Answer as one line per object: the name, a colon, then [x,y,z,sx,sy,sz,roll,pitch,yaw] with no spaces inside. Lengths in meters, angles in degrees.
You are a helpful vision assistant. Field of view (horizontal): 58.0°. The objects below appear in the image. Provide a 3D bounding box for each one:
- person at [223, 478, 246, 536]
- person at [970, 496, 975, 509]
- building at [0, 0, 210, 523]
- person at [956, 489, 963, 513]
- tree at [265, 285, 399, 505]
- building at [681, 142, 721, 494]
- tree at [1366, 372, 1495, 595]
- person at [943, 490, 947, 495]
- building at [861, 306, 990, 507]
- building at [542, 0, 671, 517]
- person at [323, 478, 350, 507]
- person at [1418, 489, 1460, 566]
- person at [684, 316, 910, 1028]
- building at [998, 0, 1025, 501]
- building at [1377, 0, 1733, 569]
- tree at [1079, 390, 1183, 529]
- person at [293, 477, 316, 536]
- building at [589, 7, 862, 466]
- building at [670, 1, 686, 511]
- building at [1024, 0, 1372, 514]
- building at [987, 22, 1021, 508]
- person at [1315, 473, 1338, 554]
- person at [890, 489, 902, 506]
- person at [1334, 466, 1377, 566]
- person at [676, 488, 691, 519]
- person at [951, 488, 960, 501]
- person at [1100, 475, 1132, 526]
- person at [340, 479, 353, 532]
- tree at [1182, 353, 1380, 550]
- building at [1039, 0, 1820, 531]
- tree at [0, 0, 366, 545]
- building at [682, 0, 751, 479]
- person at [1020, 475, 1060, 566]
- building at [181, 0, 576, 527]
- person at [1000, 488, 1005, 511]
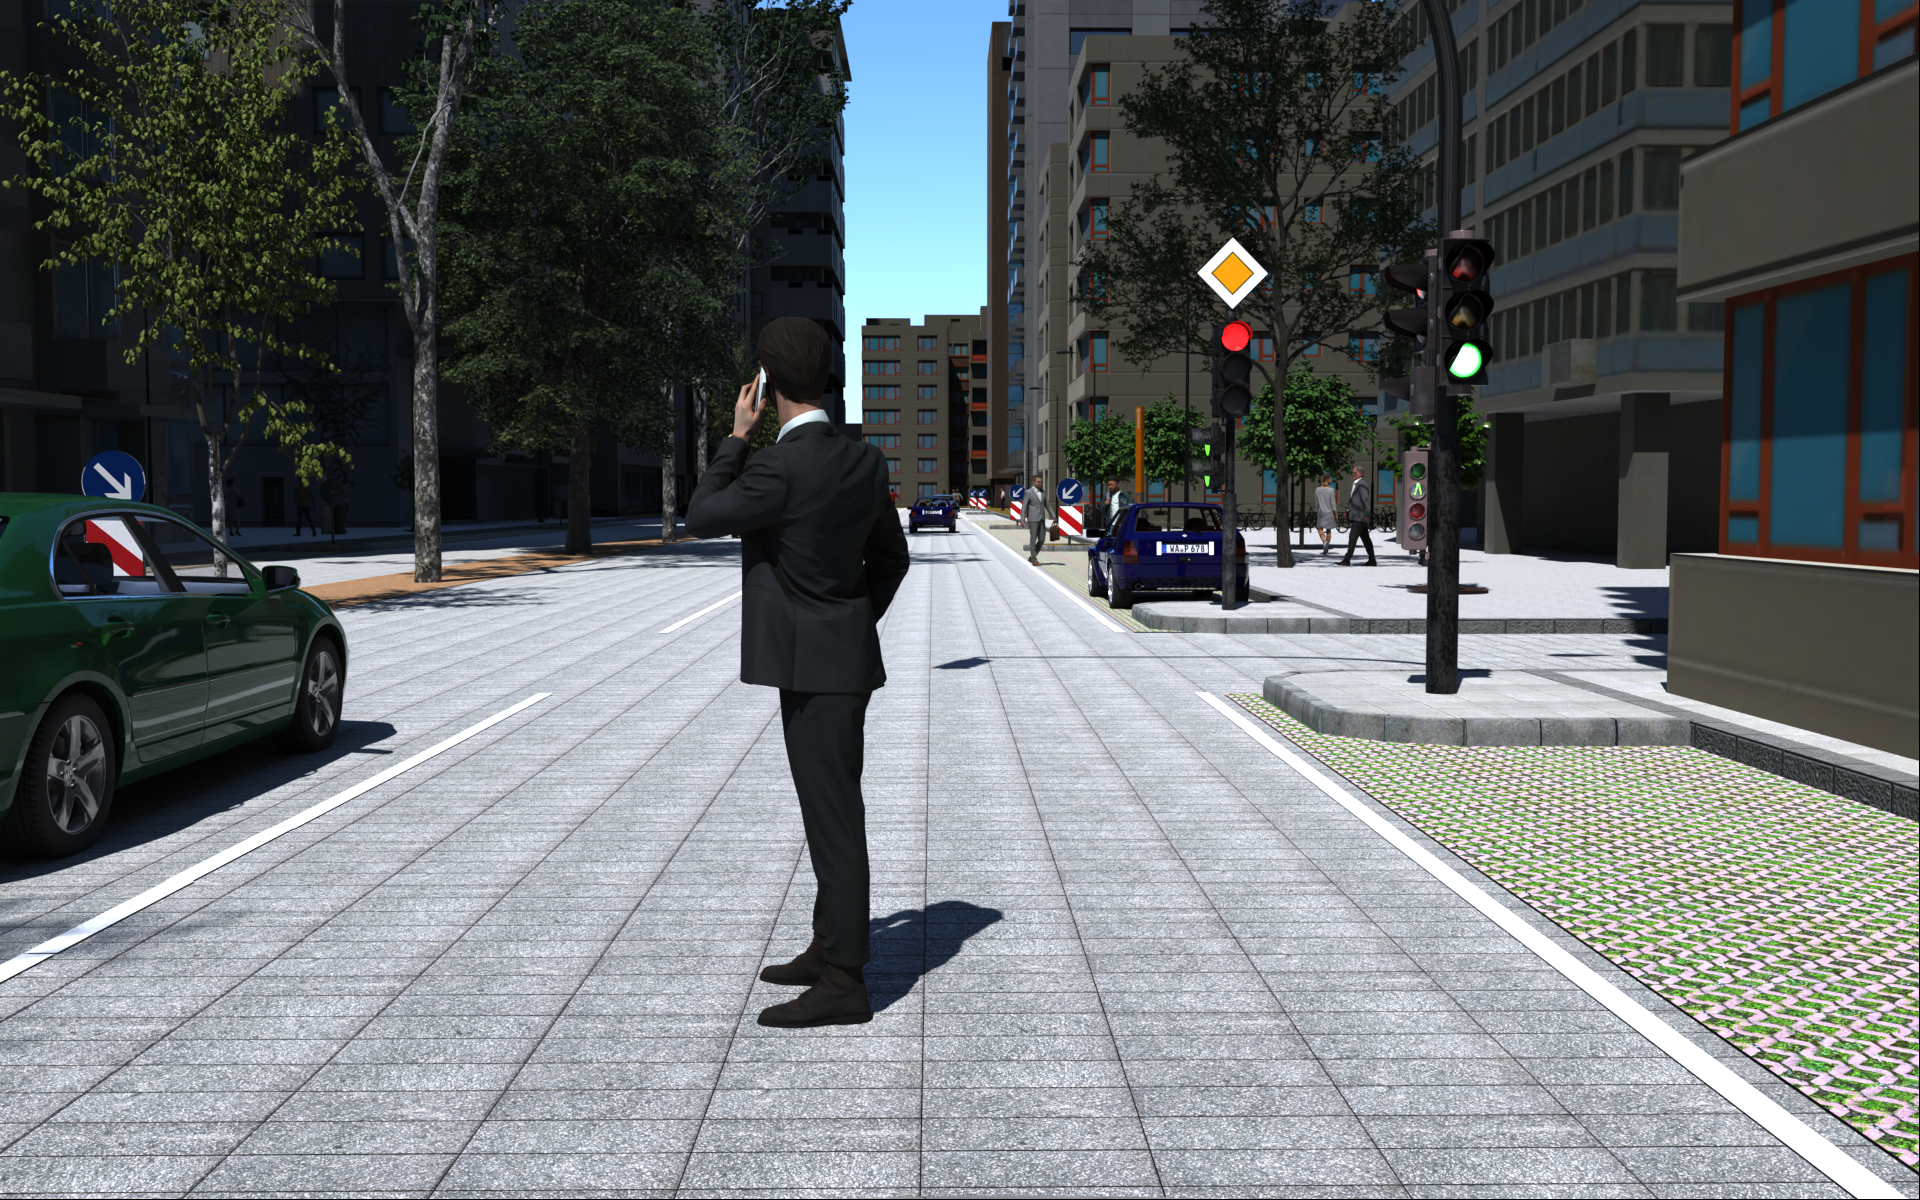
person: [-22.134,-2.849,52.978,0.716,1.782,0.532,1,4,9]
person: [1.219,-9.707,168.135,0.541,1.710,0.530,0,4,5]
building: [-29.922,-25.228,32.088,23.786,49.044,30.456,0,4,-1]
person: [-0.214,-7.674,134.058,1.350,1.814,0.705,3,5,43]
tree: [-22.493,-6.823,61.913,4.360,8.622,3.978,0,3,0]
building: [-27.093,-22.439,138.571,14.160,30.474,14.107,0,4,-1]
tree: [6.435,-1.714,22.621,1.663,3.219,1.824,0,3,0]
person: [-1.563,-9.733,167.663,1.348,1.821,0.705,-3,5,-39]
building: [4.157,-21.198,191.630,28.899,21.520,27.650,0,4,-1]
building: [-29.824,-29.452,105.237,21.300,48.544,21.600,0,4,-1]
person: [-19.928,-2.987,55.156,0.850,1.792,0.678,2,4,25]
person: [8.462,-1.518,30.636,0.659,1.850,0.755,-3,5,-41]
person: [-0.446,0.191,4.744,0.474,1.900,0.648,1,4,17]
building: [15.313,-31.855,140.430,23.786,49.044,30.456,0,4,-1]
building: [22.571,-20.942,34.289,23.993,40.220,32.217,0,4,-1]
tree: [6.656,-4.342,54.701,4.285,4.588,4.351,0,3,0]
person: [-19.974,-2.866,52.819,0.836,1.842,0.656,1,4,22]
building: [-24.039,-36.768,190.397,27.495,52.752,28.713,0,4,-1]
building: [-27.586,-28.938,123.239,14.600,45.320,14.200,0,4,-1]
building: [14.629,-34.772,110.516,21.231,58.520,28.212,0,4,-1]
building: [9.659,-31.354,162.746,14.600,45.320,14.200,0,4,-1]
person: [7.778,-1.830,36.714,0.466,1.731,0.760,0,4,0]
person: [-4.859,-7.111,124.695,1.348,1.831,0.705,0,4,-5]
person: [7.002,-1.483,30.692,0.834,1.777,0.661,0,4,-7]
person: [-16.129,-5.678,101.435,1.348,1.812,0.705,1,4,23]
person: [-0.434,-6.739,118.689,0.705,1.824,1.348,-3,5,-42]
person: [2.873,-1.399,31.716,0.623,1.781,0.721,0,4,4]
person: [-20.741,-3.177,58.171,0.592,1.802,0.473,1,4,21]
tree: [8.038,-3.466,40.385,4.285,4.588,4.351,0,3,0]
building: [18.343,-14.384,80.211,27.650,21.520,28.899,0,4,-1]
tree: [-8.621,-4.098,19.822,4.737,8.622,4.395,0,3,0]
building: [-30.515,-44.067,158.743,20.611,71.187,20.563,0,4,-1]
person: [1.550,-1.581,34.462,0.709,1.813,0.853,-3,4,-37]
building: [-32.803,-29.838,77.083,28.713,52.752,27.495,0,4,-1]
person: [3.210,-7.644,131.957,0.436,1.711,0.756,1,4,13]
